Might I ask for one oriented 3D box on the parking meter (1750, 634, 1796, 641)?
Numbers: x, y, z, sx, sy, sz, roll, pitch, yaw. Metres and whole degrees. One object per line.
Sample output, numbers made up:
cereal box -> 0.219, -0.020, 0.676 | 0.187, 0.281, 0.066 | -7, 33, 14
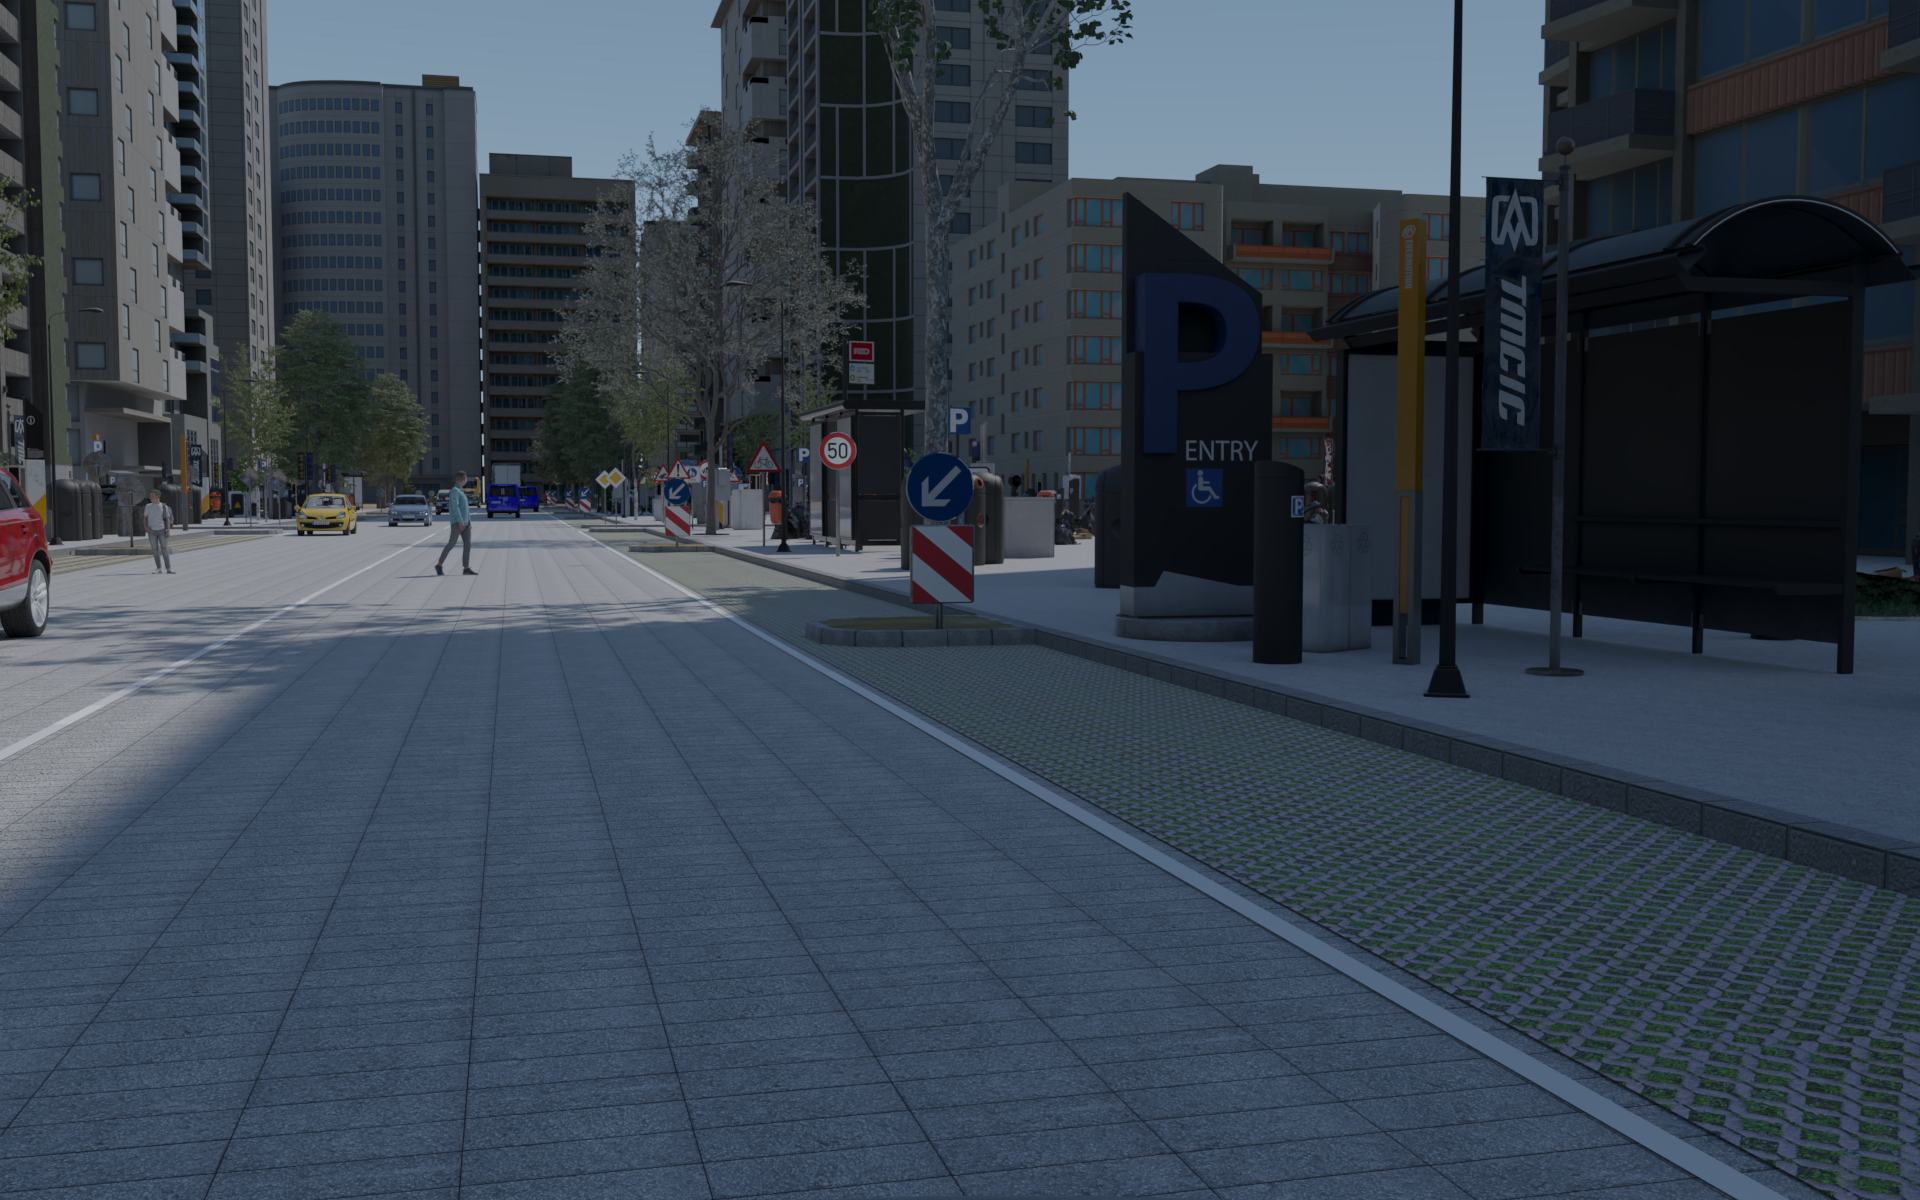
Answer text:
parking meter -> 7.201, -0.421, 15.288 | 0.372, 1.533, 0.369 | 0, 3, 0

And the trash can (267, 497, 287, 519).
trash can -> -34.387, -4.642, 87.551 | 0.748, 1.137, 0.748 | 0, 3, 0

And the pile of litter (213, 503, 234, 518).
pile of litter -> -39.829, -4.856, 93.357 | 1.176, 0.858, 1.719 | 1, 4, 18

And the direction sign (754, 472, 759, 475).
direction sign -> -12.191, -6.839, 103.816 | 0.379, 3.537, 0.876 | -2, 4, -28

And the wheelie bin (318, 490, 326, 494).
wheelie bin -> -49.986, -7.810, 135.598 | 0.980, 1.594, 0.693 | 0, 4, 3

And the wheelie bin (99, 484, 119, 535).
wheelie bin -> -26.841, -2.851, 54.529 | 0.980, 1.594, 0.693 | -2, 4, -34

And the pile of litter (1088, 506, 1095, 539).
pile of litter -> 3.334, -2.176, 49.544 | 1.176, 0.858, 1.719 | 2, 4, 33

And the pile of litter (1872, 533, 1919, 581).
pile of litter -> 12.589, -0.548, 22.933 | 1.719, 0.858, 1.176 | 0, 4, -5

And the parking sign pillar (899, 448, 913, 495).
parking sign pillar -> -2.977, -6.530, 95.233 | 1.447, 3.967, 1.447 | -3, 4, -36

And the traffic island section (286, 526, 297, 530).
traffic island section -> -27.493, -2.916, 69.959 | 2.009, 0.180, 2.903 | -1, 4, -14

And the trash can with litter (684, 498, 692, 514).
trash can with litter -> -18.527, -6.518, 117.627 | 1.678, 1.210, 2.233 | -2, 4, -30

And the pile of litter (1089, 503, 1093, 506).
pile of litter -> 6.046, -4.073, 80.566 | 1.719, 0.858, 1.176 | 0, 4, -6

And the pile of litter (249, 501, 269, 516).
pile of litter -> -41.362, -5.390, 102.087 | 1.176, 0.858, 1.719 | 0, 4, -4

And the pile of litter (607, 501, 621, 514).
pile of litter -> -22.179, -6.035, 112.634 | 1.719, 0.858, 1.176 | 1, 4, 21

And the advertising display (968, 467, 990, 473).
advertising display -> 0.214, -2.172, 40.731 | 0.974, 1.923, 0.123 | 0, 4, -2

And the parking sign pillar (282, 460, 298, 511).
parking sign pillar -> -51.667, -8.852, 133.201 | 1.447, 3.967, 1.447 | -3, 5, -44

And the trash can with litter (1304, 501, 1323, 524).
trash can with litter -> 5.459, -1.049, 28.540 | 1.055, 1.170, 0.624 | 1, 4, 15

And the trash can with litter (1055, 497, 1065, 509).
trash can with litter -> 5.558, -4.957, 92.430 | 1.055, 1.170, 0.624 | -1, 4, -11

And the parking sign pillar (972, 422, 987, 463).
parking sign pillar -> 0.739, -4.624, 64.079 | 1.447, 3.967, 1.447 | 0, 4, 7

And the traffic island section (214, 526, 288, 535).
traffic island section -> -25.496, -2.443, 62.227 | 2.009, 0.180, 2.903 | -1, 4, -14

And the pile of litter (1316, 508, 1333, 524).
pile of litter -> 10.854, -2.349, 52.374 | 1.719, 0.858, 1.176 | 1, 4, 17

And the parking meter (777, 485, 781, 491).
parking meter -> -11.841, -6.617, 113.903 | 0.399, 1.863, 0.255 | 2, 4, 32

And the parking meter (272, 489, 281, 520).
parking meter -> -34.056, -4.763, 86.288 | 0.372, 1.533, 0.369 | 0, 3, 0

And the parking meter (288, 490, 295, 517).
parking meter -> -37.749, -5.468, 97.819 | 0.372, 1.533, 0.369 | 0, 3, 0

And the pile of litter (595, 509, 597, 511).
pile of litter -> -27.355, -7.258, 132.626 | 1.176, 0.858, 1.719 | 2, 4, 33

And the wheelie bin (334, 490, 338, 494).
wheelie bin -> -43.772, -6.992, 122.233 | 0.693, 1.594, 0.980 | 2, 4, 34

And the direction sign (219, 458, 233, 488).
direction sign -> -45.838, -7.131, 108.585 | 0.876, 3.537, 0.379 | 2, 4, 34

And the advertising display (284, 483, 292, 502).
advertising display -> -38.453, -5.698, 98.377 | 0.974, 1.923, 0.123 | 0, 4, 0

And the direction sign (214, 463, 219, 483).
direction sign -> -53.534, -8.158, 125.381 | 0.876, 3.537, 0.379 | 0, 4, -6

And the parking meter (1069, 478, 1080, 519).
parking meter -> 4.254, -3.601, 64.591 | 0.255, 1.863, 0.399 | -2, 4, -33

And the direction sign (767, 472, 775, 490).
direction sign -> -15.187, -8.996, 139.087 | 0.379, 3.537, 0.876 | 3, 4, 38

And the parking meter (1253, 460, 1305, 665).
parking meter -> 2.421, -0.291, 13.162 | 0.372, 1.533, 0.369 | 0, 3, 0

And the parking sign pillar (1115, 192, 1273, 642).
parking sign pillar -> 2.131, -1.659, 15.599 | 1.447, 3.967, 1.447 | -1, 4, -12

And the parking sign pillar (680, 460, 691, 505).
parking sign pillar -> -21.603, -9.143, 137.964 | 1.447, 3.967, 1.447 | -1, 4, -22

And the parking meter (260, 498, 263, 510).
parking meter -> -55.618, -8.082, 137.846 | 0.399, 1.863, 0.255 | 1, 4, 10

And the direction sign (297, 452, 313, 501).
direction sign -> -35.687, -6.267, 94.465 | 0.379, 3.537, 0.876 | 3, 5, 39

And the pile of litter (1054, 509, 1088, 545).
pile of litter -> 2.193, -1.839, 44.040 | 1.719, 0.858, 1.176 | 2, 4, 23

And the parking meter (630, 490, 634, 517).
parking meter -> -18.510, -5.482, 98.040 | 0.372, 1.533, 0.369 | 0, 3, 0

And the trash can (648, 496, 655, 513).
trash can -> -20.351, -6.315, 114.896 | 0.748, 1.137, 0.748 | 0, 3, 0

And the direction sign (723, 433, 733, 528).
direction sign -> -8.706, -4.471, 65.096 | 0.379, 3.537, 0.876 | -2, 4, -30

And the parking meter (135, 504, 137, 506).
parking meter -> -29.368, -3.238, 61.344 | 0.372, 1.533, 0.369 | 0, 3, 0

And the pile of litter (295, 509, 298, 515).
pile of litter -> -42.027, -5.725, 107.563 | 1.719, 0.858, 1.176 | 1, 4, 20

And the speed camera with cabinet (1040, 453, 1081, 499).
speed camera with cabinet -> 4.778, -5.383, 82.340 | 2.038, 3.252, 0.660 | -2, 4, -35

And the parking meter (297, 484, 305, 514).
parking meter -> -36.511, -5.528, 96.087 | 0.255, 1.863, 0.399 | 3, 4, 38

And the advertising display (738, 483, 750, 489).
advertising display -> -12.557, -5.903, 101.721 | 0.974, 1.923, 0.123 | 0, 4, 7

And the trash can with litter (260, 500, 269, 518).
trash can with litter -> -37.949, -5.116, 95.026 | 1.055, 1.170, 0.624 | -2, 4, -34

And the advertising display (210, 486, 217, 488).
advertising display -> -58.912, -8.049, 136.817 | 0.123, 1.923, 0.974 | 0, 4, 2

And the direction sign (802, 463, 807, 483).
direction sign -> -11.435, -8.095, 124.345 | 0.876, 3.537, 0.379 | 1, 4, 8

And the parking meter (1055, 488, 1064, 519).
parking meter -> 3.893, -3.626, 67.703 | 0.372, 1.533, 0.369 | 0, 3, 0

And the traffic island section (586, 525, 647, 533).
traffic island section -> -12.963, -2.640, 65.446 | 2.009, 0.180, 2.903 | -1, 4, -14

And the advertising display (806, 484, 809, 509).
advertising display -> -10.110, -6.439, 110.497 | 0.974, 1.923, 0.123 | 1, 4, 14

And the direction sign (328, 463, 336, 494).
direction sign -> -41.756, -7.532, 115.142 | 0.876, 3.537, 0.379 | 3, 4, 39

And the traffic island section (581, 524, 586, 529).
traffic island section -> -14.960, -3.113, 73.179 | 2.009, 0.180, 2.903 | -1, 4, -14

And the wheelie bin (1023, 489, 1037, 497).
wheelie bin -> 4.002, -5.568, 98.947 | 0.693, 1.594, 0.980 | 3, 5, 43
